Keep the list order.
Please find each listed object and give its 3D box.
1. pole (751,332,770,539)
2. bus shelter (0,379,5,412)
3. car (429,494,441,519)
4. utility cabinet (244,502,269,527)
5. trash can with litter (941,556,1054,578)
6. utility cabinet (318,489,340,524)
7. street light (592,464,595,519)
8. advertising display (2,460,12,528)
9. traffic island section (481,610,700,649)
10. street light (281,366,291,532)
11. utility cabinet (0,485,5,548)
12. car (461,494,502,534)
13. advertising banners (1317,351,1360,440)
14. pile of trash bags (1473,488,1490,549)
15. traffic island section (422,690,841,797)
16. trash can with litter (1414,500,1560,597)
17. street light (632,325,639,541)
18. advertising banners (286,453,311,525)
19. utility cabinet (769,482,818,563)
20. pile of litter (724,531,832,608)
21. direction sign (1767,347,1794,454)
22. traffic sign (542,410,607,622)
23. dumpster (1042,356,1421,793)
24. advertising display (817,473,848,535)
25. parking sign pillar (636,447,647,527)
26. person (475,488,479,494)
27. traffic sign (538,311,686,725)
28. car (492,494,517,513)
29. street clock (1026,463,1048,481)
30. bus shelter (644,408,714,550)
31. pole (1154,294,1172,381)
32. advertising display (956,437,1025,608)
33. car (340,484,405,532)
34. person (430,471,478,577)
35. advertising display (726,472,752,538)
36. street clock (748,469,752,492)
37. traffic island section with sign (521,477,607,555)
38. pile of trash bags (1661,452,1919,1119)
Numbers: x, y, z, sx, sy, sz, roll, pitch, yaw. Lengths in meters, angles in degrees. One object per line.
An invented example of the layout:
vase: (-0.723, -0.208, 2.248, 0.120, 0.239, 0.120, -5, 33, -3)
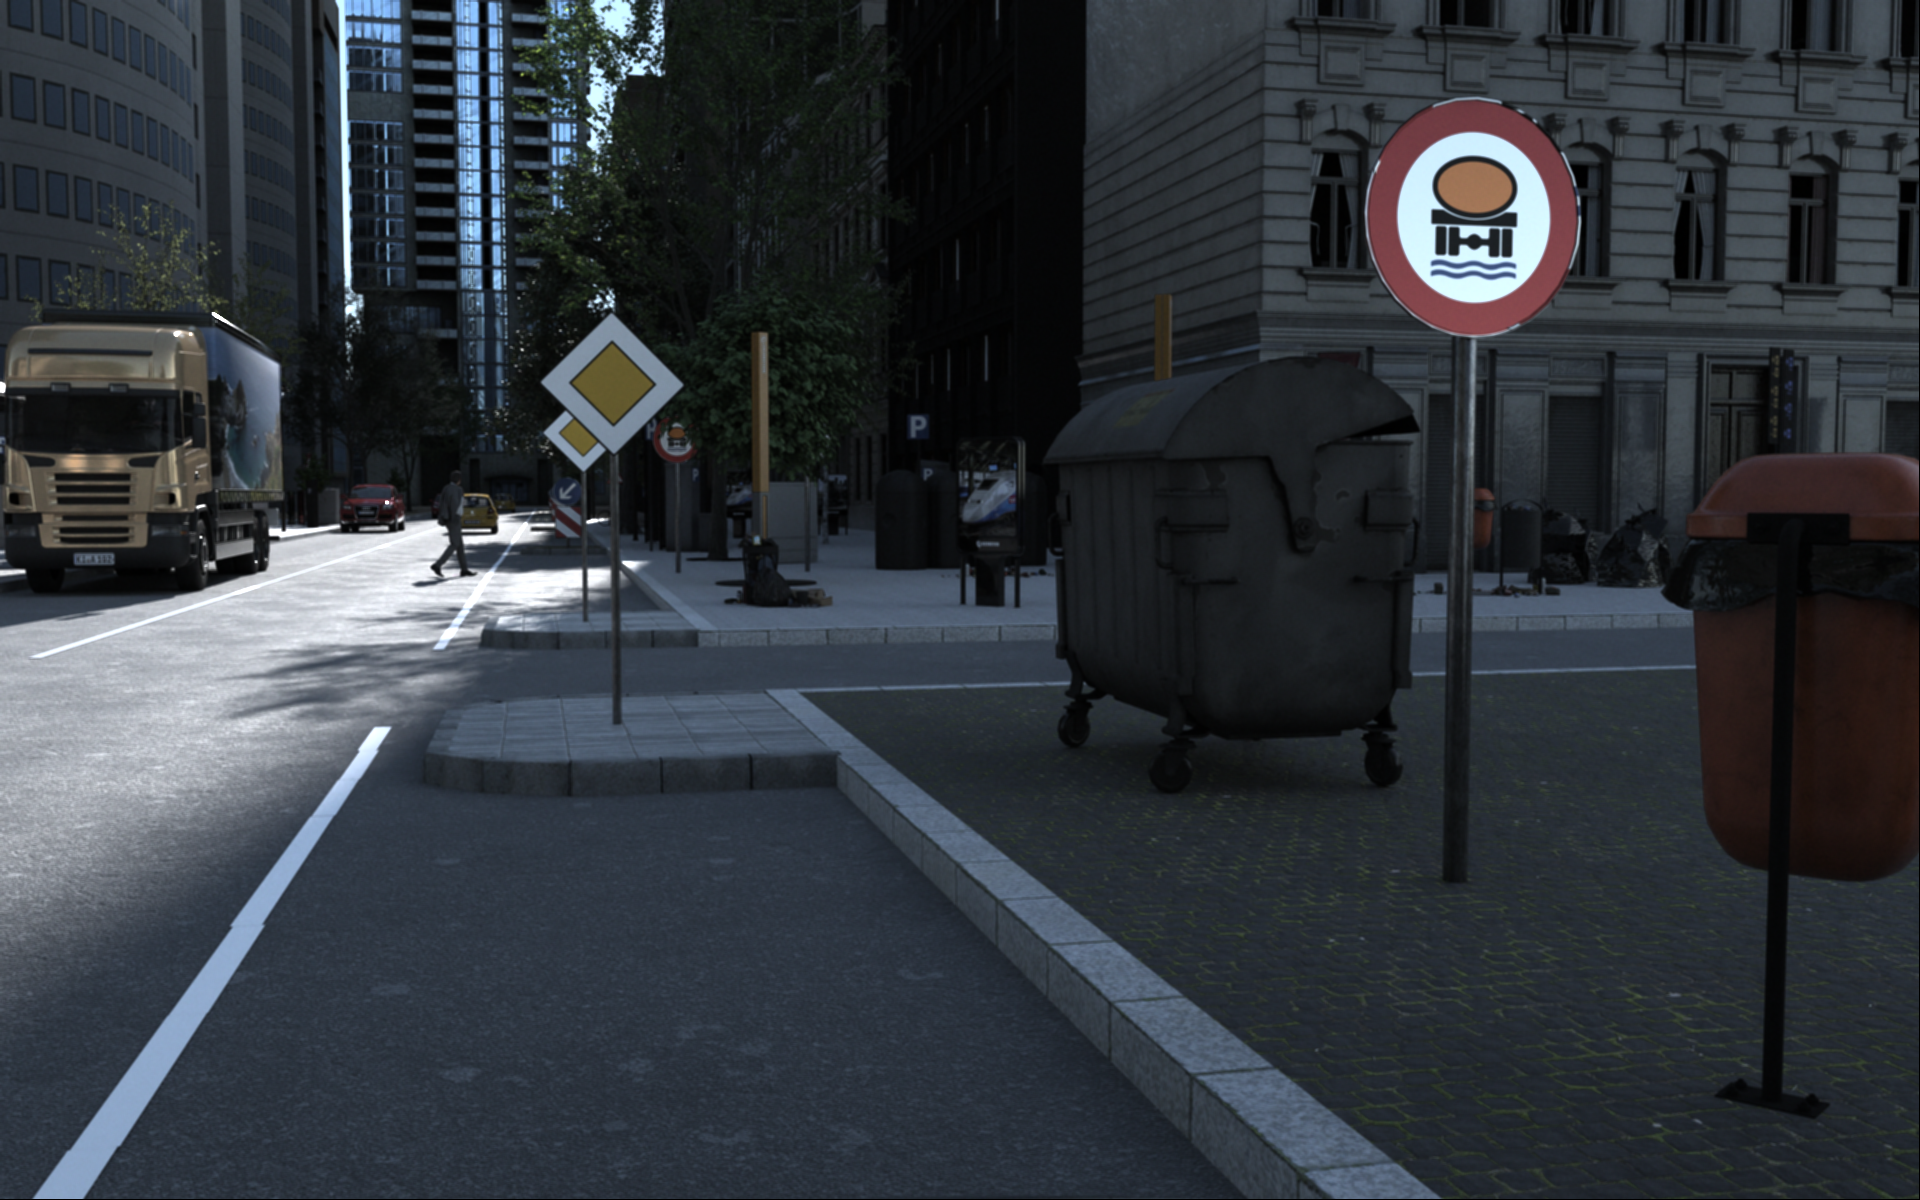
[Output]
pole: (-2.524, -1.717, 21.922, 0.158, 3.312, 0.155, 0, 3, 0)
bus shelter: (-16.177, -2.026, 27.055, 2.014, 3.302, 5.546, -1, 4, -13)
car: (-30.166, -5.690, 102.077, 2.155, 1.783, 4.494, -1, 4, -15)
utility cabinet: (-23.868, -2.911, 58.749, 0.306, 1.237, 1.020, 1, 4, 9)
trash can with litter: (0.896, -0.979, 27.072, 2.233, 1.210, 1.678, 0, 4, 8)
utility cabinet: (-26.458, -3.888, 72.247, 1.173, 1.500, 0.318, 1, 4, 16)
street light: (-19.187, -7.202, 90.547, 0.468, 5.910, 1.993, -1, 4, -13)
advertising display: (-18.109, -1.726, 33.431, 0.123, 1.923, 0.974, 0, 4, 4)
traffic island section: (-3.749, 0.296, 17.441, 2.009, 0.180, 2.903, -1, 4, -13)
street light: (-23.115, -5.274, 59.025, 0.468, 5.910, 1.993, -1, 4, -13)
utility cabinet: (-22.331, -1.959, 40.701, 1.173, 1.500, 0.318, 2, 4, 27)
car: (-17.832, -3.259, 63.501, 2.015, 1.641, 3.980, -1, 4, -14)
advertising banners: (3.887, -1.546, 21.469, 2.074, 3.025, 0.090, 0, 4, 8)
pile of trash bags: (8.758, -0.953, 25.338, 1.912, 1.369, 3.447, -3, 5, -41)
traffic island section: (-1.893, 0.771, 9.673, 2.009, 0.180, 2.903, -1, 4, -13)
trash can with litter: (6.788, -0.685, 22.250, 2.233, 1.210, 1.678, 0, 4, -1)
street light: (-8.933, -4.570, 47.514, 0.468, 5.910, 1.993, -1, 4, -13)
advertising banners: (-27.917, -4.714, 73.270, 0.090, 3.025, 2.074, 1, 4, 9)
utility cabinet: (-3.202, -1.427, 32.018, 1.173, 1.500, 0.318, -3, 5, -41)
pile of litter: (-2.133, -0.385, 20.253, 1.176, 0.858, 1.719, -1, 4, -19)
direction sign: (12.782, -2.143, 27.038, 0.876, 3.537, 0.379, -3, 5, -43)
traffic sign: (-3.770, -0.839, 17.358, 0.795, 2.450, 0.064, -1, 4, -13)
dumpster: (1.237, -0.147, 8.167, 1.264, 1.857, 1.865, -1, 4, -14)
advertising display: (-3.978, -2.988, 54.068, 0.974, 1.923, 0.123, 0, 4, -8)
parking sign pillar: (-12.174, -4.825, 67.358, 1.447, 3.967, 1.447, 0, 4, -4)
person: (-32.519, -6.618, 116.788, 0.705, 1.814, 1.350, 1, 4, 9)
traffic sign: (-1.914, -0.364, 9.591, 0.795, 2.450, 0.064, -1, 4, -13)
car: (-34.716, -7.431, 131.728, 2.015, 1.641, 3.980, -1, 4, -13)
street clock: (1.800, -2.203, 40.584, 0.471, 2.002, 0.358, 1, 4, 19)
bus shelter: (-7.114, -3.145, 42.700, 1.731, 3.624, 6.357, -1, 4, -13)
pole: (2.083, -1.466, 17.814, 0.158, 3.312, 0.155, 0, 3, 0)
advertising display: (0.344, -0.892, 19.800, 0.974, 1.923, 0.123, 3, 5, 44)
car: (-22.529, -3.539, 66.538, 2.281, 1.827, 5.304, -1, 4, -13)
person: (-8.778, -1.312, 30.045, 0.850, 1.850, 0.679, -2, 4, -33)
advertising display: (-6.382, -2.744, 50.074, 0.974, 1.923, 0.123, 1, 4, 21)
street clock: (-4.802, -2.247, 41.312, 0.471, 2.002, 0.358, -2, 4, -35)
traffic island section with sign: (-9.518, -2.012, 41.523, 1.989, 1.847, 2.006, -1, 4, -13)
pile of trash bags: (2.927, 0.421, 2.870, 3.447, 1.369, 1.912, 3, 5, 41)
